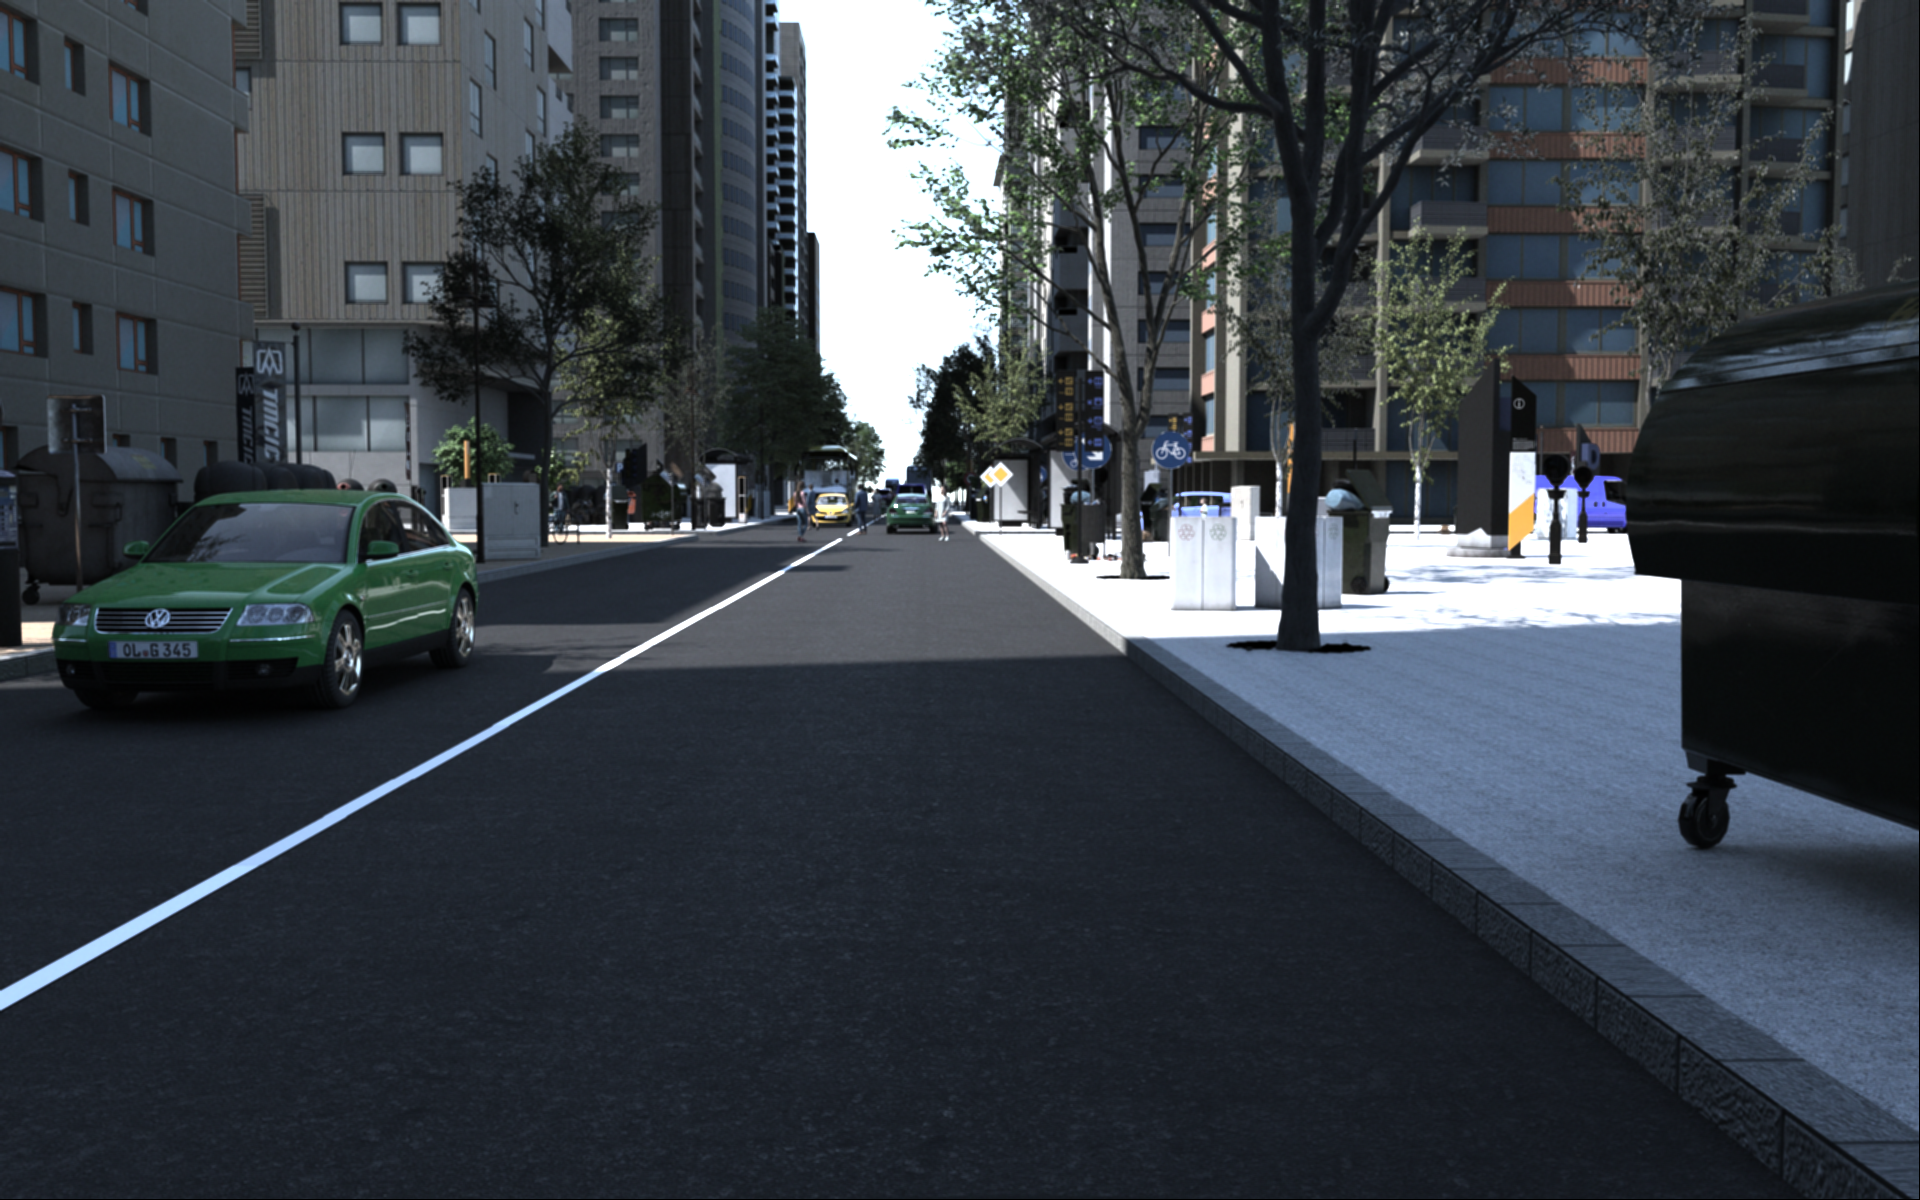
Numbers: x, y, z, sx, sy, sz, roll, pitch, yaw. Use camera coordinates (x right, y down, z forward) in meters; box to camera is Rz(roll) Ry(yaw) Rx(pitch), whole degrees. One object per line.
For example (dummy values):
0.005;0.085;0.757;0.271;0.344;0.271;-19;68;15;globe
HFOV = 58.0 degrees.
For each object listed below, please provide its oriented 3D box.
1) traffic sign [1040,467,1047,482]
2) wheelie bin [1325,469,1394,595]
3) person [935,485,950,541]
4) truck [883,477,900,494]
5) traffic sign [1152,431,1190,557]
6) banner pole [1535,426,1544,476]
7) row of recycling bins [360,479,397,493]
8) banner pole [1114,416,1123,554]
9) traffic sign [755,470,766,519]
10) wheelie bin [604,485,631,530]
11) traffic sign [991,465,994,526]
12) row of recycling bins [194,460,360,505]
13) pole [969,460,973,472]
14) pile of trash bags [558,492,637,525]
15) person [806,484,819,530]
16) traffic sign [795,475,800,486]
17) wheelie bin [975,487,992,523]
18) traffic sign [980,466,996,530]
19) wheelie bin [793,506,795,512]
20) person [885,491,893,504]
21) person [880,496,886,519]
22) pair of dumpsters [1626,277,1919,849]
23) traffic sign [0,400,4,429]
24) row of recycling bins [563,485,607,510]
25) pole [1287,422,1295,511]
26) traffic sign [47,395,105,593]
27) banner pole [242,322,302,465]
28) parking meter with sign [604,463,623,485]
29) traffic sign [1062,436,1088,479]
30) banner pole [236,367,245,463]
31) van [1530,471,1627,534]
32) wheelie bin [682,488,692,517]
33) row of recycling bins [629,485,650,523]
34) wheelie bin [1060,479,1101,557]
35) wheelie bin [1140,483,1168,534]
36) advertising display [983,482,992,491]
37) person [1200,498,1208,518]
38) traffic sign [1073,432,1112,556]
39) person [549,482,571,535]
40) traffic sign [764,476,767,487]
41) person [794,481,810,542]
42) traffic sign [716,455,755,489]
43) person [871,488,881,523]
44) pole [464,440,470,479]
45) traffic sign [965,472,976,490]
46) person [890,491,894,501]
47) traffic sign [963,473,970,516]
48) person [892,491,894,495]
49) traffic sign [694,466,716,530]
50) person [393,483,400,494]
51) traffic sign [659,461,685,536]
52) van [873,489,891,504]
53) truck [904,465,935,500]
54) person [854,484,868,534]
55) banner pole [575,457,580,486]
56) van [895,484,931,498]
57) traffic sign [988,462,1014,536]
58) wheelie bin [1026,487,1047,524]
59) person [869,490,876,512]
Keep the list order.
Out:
3.592;-4.850;79.396;0.768;2.556;0.104;0;4;1;traffic sign
5.091;-0.875;22.212;0.693;1.594;0.980;3;5;40;wheelie bin
-0.512;-2.693;53.527;0.512;1.701;0.522;2;4;26;person
-10.794;-18.114;285.929;2.967;4.110;18.799;0;4;0;truck
4.254;-2.136;35.036;0.768;2.556;0.104;0;4;4;traffic sign
21.171;-4.514;63.817;0.863;3.779;0.401;3;4;36;banner pole
-17.095;-2.446;47.106;3.534;1.692;1.069;0;4;-5;row of recycling bins
3.522;-2.870;36.943;0.401;3.779;0.863;0;4;-4;banner pole
-10.502;-5.530;90.519;0.768;2.556;0.104;0;4;4;traffic sign
-12.287;-3.305;61.948;0.980;1.594;0.693;-2;4;-35;wheelie bin
1.362;-4.288;70.120;0.884;2.594;0.081;0;4;6;traffic sign
-9.000;-0.955;22.734;1.069;1.692;3.534;0;4;-2;row of recycling bins
0.669;-6.685;103.143;0.158;3.312;0.155;0;3;0;pole
-15.022;-3.809;72.036;3.447;1.369;1.912;-3;5;-40;pile of trash bags
-5.857;-3.673;68.574;0.581;1.822;0.654;-3;4;-39;person
-10.596;-6.937;113.521;0.768;2.556;0.104;0;4;7;traffic sign
1.115;-4.276;77.817;0.693;1.594;0.980;-2;4;-25;wheelie bin
1.083;-3.534;61.431;0.795;2.450;0.064;0;4;-1;traffic sign
-11.857;-7.275;126.857;0.980;1.594;0.693;-1;4;-12;wheelie bin
-6.051;-8.568;149.526;0.756;1.711;0.436;3;5;41;person
-4.512;-5.426;101.464;0.306;1.304;0.590;-1;4;-18;person
3.271;-0.106;4.221;1.574;2.255;4.437;0;4;-1;pair of dumpsters
-10.943;-1.164;19.133;0.768;2.556;0.104;0;4;0;traffic sign
-17.183;-4.389;78.869;3.534;1.692;1.069;2;4;35;row of recycling bins
9.200;-3.317;48.069;0.158;3.312;0.155;0;3;0;pole
-9.153;-0.968;17.961;0.606;2.300;0.079;0;4;3;traffic sign
-9.821;-2.147;25.125;0.863;3.779;0.401;-3;5;-41;banner pole
-19.608;-6.177;97.261;1.738;3.016;0.543;3;5;42;parking meter with sign
2.611;-2.315;37.957;0.768;2.556;0.104;0;4;-1;traffic sign
-12.213;-2.447;30.024;0.863;3.779;0.401;1;4;22;banner pole
20.548;-3.265;57.761;5.245;2.365;2.240;0;4;-2;van
-14.928;-5.341;95.240;0.980;1.594;0.693;2;4;27;wheelie bin
-14.399;-4.342;78.096;1.069;1.692;3.534;0;4;-7;row of recycling bins
2.469;-1.692;35.567;0.693;1.594;0.980;-2;4;-26;wheelie bin
5.603;-2.560;49.766;0.693;1.594;0.980;-2;4;-29;wheelie bin
1.718;-5.473;94.693;0.974;1.923;0.123;0;4;-8;advertising display
7.942;-2.675;56.510;0.394;1.301;0.425;-2;4;-29;person
2.653;-2.120;34.761;0.768;2.556;0.104;0;4;4;traffic sign
-13.259;-3.002;57.570;0.794;1.824;0.713;-1;4;-15;person
-10.997;-5.743;96.023;0.606;2.300;0.079;0;4;4;traffic sign
-4.698;-2.639;51.651;0.555;1.821;0.388;2;4;35;person
-11.657;-5.823;89.080;2.265;3.308;0.079;0;4;0;traffic sign
-4.217;-4.763;86.952;0.480;1.755;0.524;1;4;10;person
-18.758;-4.412;65.978;0.158;3.312;0.155;0;3;0;pole
0.651;-6.176;101.076;0.768;2.556;0.104;0;4;3;traffic sign
-7.438;-10.771;185.161;0.990;1.755;0.434;-2;4;-30;person
0.586;-6.244;102.198;0.768;2.556;0.104;0;4;0;traffic sign
-7.239;-11.006;189.185;0.721;1.736;1.217;0;4;-4;person
-9.009;-3.523;61.237;0.795;2.450;0.064;0;4;-1;traffic sign
-17.994;-2.835;55.034;0.511;1.800;0.466;-1;4;-16;person
-8.839;-3.034;53.254;0.795;2.450;0.064;0;4;-1;traffic sign
-8.752;-11.799;197.298;2.240;2.365;5.245;0;4;-1;van
-3.870;-10.203;156.583;2.967;4.110;18.799;0;3;0;truck
-3.502;-3.240;61.656;0.419;1.800;0.721;3;5;40;person
-23.420;-7.098;106.065;0.401;3.779;0.863;1;4;10;banner pole
-2.924;-6.246;106.502;2.240;2.365;5.245;0;4;0;van
1.254;-3.046;53.448;0.795;2.450;0.064;0;4;-1;traffic sign
3.227;-4.046;74.065;0.980;1.594;0.693;0;4;-7;wheelie bin
-6.981;-7.956;139.030;0.568;1.767;0.683;0;4;-1;person
